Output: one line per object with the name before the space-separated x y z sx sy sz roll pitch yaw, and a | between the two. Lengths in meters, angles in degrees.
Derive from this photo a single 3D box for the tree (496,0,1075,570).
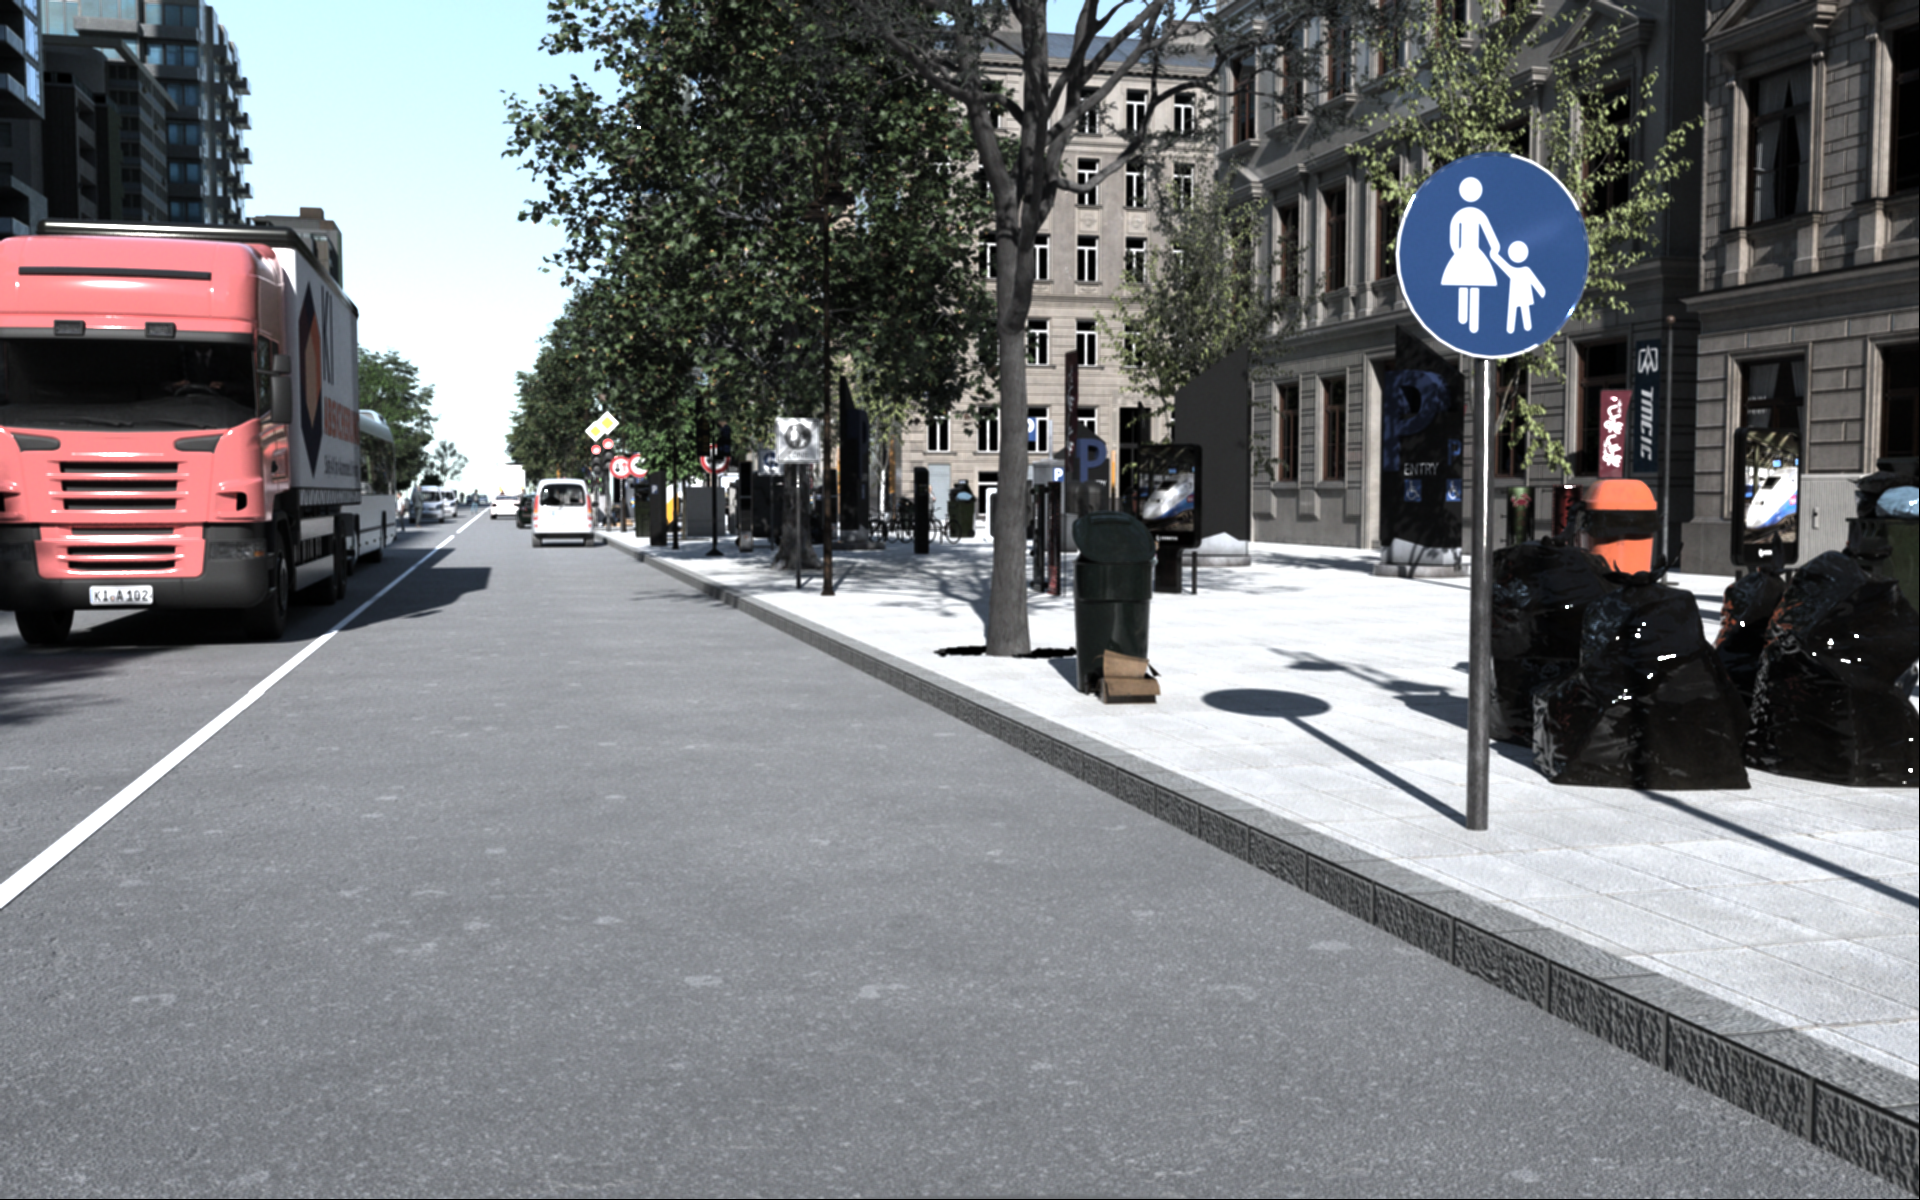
tree | -2.876 -6.878 29.457 9.611 12.733 9.660 0 3 0

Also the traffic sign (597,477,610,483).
traffic sign | -21.245 -6.303 103.165 0.768 2.556 0.104 -1 4 -14

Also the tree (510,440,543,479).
tree | -49.660 -16.614 206.049 8.767 10.594 7.601 0 4 0

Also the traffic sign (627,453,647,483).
traffic sign | -9.965 -3.293 53.952 0.768 2.556 0.104 0 4 -6

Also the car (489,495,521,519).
car | -26.028 -5.338 99.630 2.083 1.381 4.827 -1 4 -14

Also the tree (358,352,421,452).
tree | -44.184 -12.395 128.419 9.928 11.665 9.643 0 3 0

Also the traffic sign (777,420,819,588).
traffic sign | -2.193 -1.304 23.456 0.606 2.300 0.079 -1 4 -10

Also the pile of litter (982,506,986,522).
pile of litter | 1.590 -4.034 79.924 1.176 0.858 1.719 0 4 4

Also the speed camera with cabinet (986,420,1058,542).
speed camera with cabinet | 1.716 -3.177 46.285 2.038 3.252 0.660 2 4 26

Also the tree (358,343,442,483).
tree | -49.308 -14.712 147.199 9.857 13.997 8.962 0 3 0

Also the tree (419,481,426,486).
tree | -71.866 -14.469 231.174 1.663 3.219 1.824 0 3 0

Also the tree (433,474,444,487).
tree | -74.962 -16.020 245.635 4.285 4.588 4.351 0 3 0

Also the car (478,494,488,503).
car | -76.823 -16.292 278.379 2.014 1.417 4.499 -1 4 -16

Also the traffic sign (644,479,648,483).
traffic sign | -19.753 -6.661 109.008 0.768 2.556 0.104 0 4 -7

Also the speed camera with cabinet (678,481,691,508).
speed camera with cabinet | -21.837 -8.640 135.594 0.660 3.252 2.038 0 4 6

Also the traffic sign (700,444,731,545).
traffic sign | -6.179 -2.672 43.789 0.768 2.556 0.104 -1 4 -9

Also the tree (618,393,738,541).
tree | -7.773 -3.940 48.126 4.285 4.588 4.351 0 3 0

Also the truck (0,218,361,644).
truck | -8.713 -1.909 20.121 2.839 4.237 11.283 -1 4 -15

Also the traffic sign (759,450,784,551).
traffic sign | -4.264 -2.271 39.267 0.606 2.300 0.079 0 4 -5

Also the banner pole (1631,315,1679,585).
banner pole | 9.860 -2.114 24.585 0.401 3.779 0.863 -2 4 -24

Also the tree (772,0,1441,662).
tree | 0.466 -6.296 13.302 12.009 13.543 11.850 0 3 0

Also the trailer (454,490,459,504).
trailer | -72.322 -14.690 247.227 1.471 1.999 3.904 -1 4 -16

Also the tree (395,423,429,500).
tree | -58.437 -14.083 180.613 4.737 8.622 4.395 0 3 0

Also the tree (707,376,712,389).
tree | -13.681 -9.143 99.847 4.737 8.622 4.395 0 3 0

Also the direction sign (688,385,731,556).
direction sign | -5.130 -2.696 36.083 0.876 3.537 0.379 -3 5 -45

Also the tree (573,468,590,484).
tree | -25.373 -7.454 116.480 1.663 3.219 1.824 0 3 0

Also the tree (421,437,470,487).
tree | -84.668 -21.334 283.217 8.767 10.594 7.601 -2 4 -30

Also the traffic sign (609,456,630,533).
traffic sign | -11.265 -3.516 57.593 0.768 2.556 0.104 -1 4 -14

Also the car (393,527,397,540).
car | -18.311 -2.486 53.010 2.083 1.381 4.827 -1 4 -15

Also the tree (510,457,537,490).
tree | -69.525 -21.867 283.286 9.928 11.665 9.643 0 3 0

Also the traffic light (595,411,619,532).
traffic light | -11.990 -4.279 58.879 0.839 4.253 0.868 -1 4 -15

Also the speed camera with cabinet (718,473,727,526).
speed camera with cabinet | -9.603 -4.600 69.553 0.660 3.252 2.038 -2 4 -26

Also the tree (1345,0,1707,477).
tree | 7.089 -4.425 22.712 4.737 8.622 4.395 0 3 0

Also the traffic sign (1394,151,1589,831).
traffic sign | 1.981 -0.395 6.559 0.768 2.556 0.104 -1 4 -9

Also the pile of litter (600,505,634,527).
pile of litter | -13.424 -3.332 68.450 1.719 0.858 1.176 -2 4 -23

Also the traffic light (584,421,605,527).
traffic light | -14.015 -4.751 66.604 0.839 4.253 0.868 -1 4 -15

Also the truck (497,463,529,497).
truck | -41.280 -10.446 159.697 2.839 4.237 11.283 -1 4 -13

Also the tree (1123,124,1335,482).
tree | 5.062 -5.157 34.683 4.360 8.622 3.978 0 3 0

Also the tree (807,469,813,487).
tree | -6.517 -8.233 84.971 4.360 8.622 3.978 0 3 0

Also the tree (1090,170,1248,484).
tree | 5.284 -5.470 39.797 4.737 8.622 4.395 0 3 0

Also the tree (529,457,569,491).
tree | -58.679 -17.947 243.789 4.737 8.622 4.395 0 3 0

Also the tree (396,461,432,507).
tree | -55.261 -11.404 170.169 4.285 4.588 4.351 0 3 0

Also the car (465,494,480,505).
car | -66.154 -13.650 235.181 2.014 1.417 4.499 -1 4 -15

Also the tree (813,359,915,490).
tree | -3.459 -7.426 71.780 4.360 8.622 3.978 0 3 0

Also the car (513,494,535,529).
car | -17.826 -3.876 73.164 2.009 1.686 4.222 -1 4 -16

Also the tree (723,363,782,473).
tree | -8.494 -7.886 79.292 4.737 8.622 4.395 0 3 0

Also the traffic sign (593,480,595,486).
traffic sign | -29.827 -8.552 139.936 0.768 2.556 0.104 -1 4 -8

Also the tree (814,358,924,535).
tree | -2.450 -6.379 54.653 4.737 8.622 4.395 0 3 0

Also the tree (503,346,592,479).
tree | -31.020 -13.125 132.728 7.486 12.596 7.792 0 3 0

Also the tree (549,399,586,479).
tree | -24.991 -9.833 111.132 4.360 8.622 3.978 0 3 0
